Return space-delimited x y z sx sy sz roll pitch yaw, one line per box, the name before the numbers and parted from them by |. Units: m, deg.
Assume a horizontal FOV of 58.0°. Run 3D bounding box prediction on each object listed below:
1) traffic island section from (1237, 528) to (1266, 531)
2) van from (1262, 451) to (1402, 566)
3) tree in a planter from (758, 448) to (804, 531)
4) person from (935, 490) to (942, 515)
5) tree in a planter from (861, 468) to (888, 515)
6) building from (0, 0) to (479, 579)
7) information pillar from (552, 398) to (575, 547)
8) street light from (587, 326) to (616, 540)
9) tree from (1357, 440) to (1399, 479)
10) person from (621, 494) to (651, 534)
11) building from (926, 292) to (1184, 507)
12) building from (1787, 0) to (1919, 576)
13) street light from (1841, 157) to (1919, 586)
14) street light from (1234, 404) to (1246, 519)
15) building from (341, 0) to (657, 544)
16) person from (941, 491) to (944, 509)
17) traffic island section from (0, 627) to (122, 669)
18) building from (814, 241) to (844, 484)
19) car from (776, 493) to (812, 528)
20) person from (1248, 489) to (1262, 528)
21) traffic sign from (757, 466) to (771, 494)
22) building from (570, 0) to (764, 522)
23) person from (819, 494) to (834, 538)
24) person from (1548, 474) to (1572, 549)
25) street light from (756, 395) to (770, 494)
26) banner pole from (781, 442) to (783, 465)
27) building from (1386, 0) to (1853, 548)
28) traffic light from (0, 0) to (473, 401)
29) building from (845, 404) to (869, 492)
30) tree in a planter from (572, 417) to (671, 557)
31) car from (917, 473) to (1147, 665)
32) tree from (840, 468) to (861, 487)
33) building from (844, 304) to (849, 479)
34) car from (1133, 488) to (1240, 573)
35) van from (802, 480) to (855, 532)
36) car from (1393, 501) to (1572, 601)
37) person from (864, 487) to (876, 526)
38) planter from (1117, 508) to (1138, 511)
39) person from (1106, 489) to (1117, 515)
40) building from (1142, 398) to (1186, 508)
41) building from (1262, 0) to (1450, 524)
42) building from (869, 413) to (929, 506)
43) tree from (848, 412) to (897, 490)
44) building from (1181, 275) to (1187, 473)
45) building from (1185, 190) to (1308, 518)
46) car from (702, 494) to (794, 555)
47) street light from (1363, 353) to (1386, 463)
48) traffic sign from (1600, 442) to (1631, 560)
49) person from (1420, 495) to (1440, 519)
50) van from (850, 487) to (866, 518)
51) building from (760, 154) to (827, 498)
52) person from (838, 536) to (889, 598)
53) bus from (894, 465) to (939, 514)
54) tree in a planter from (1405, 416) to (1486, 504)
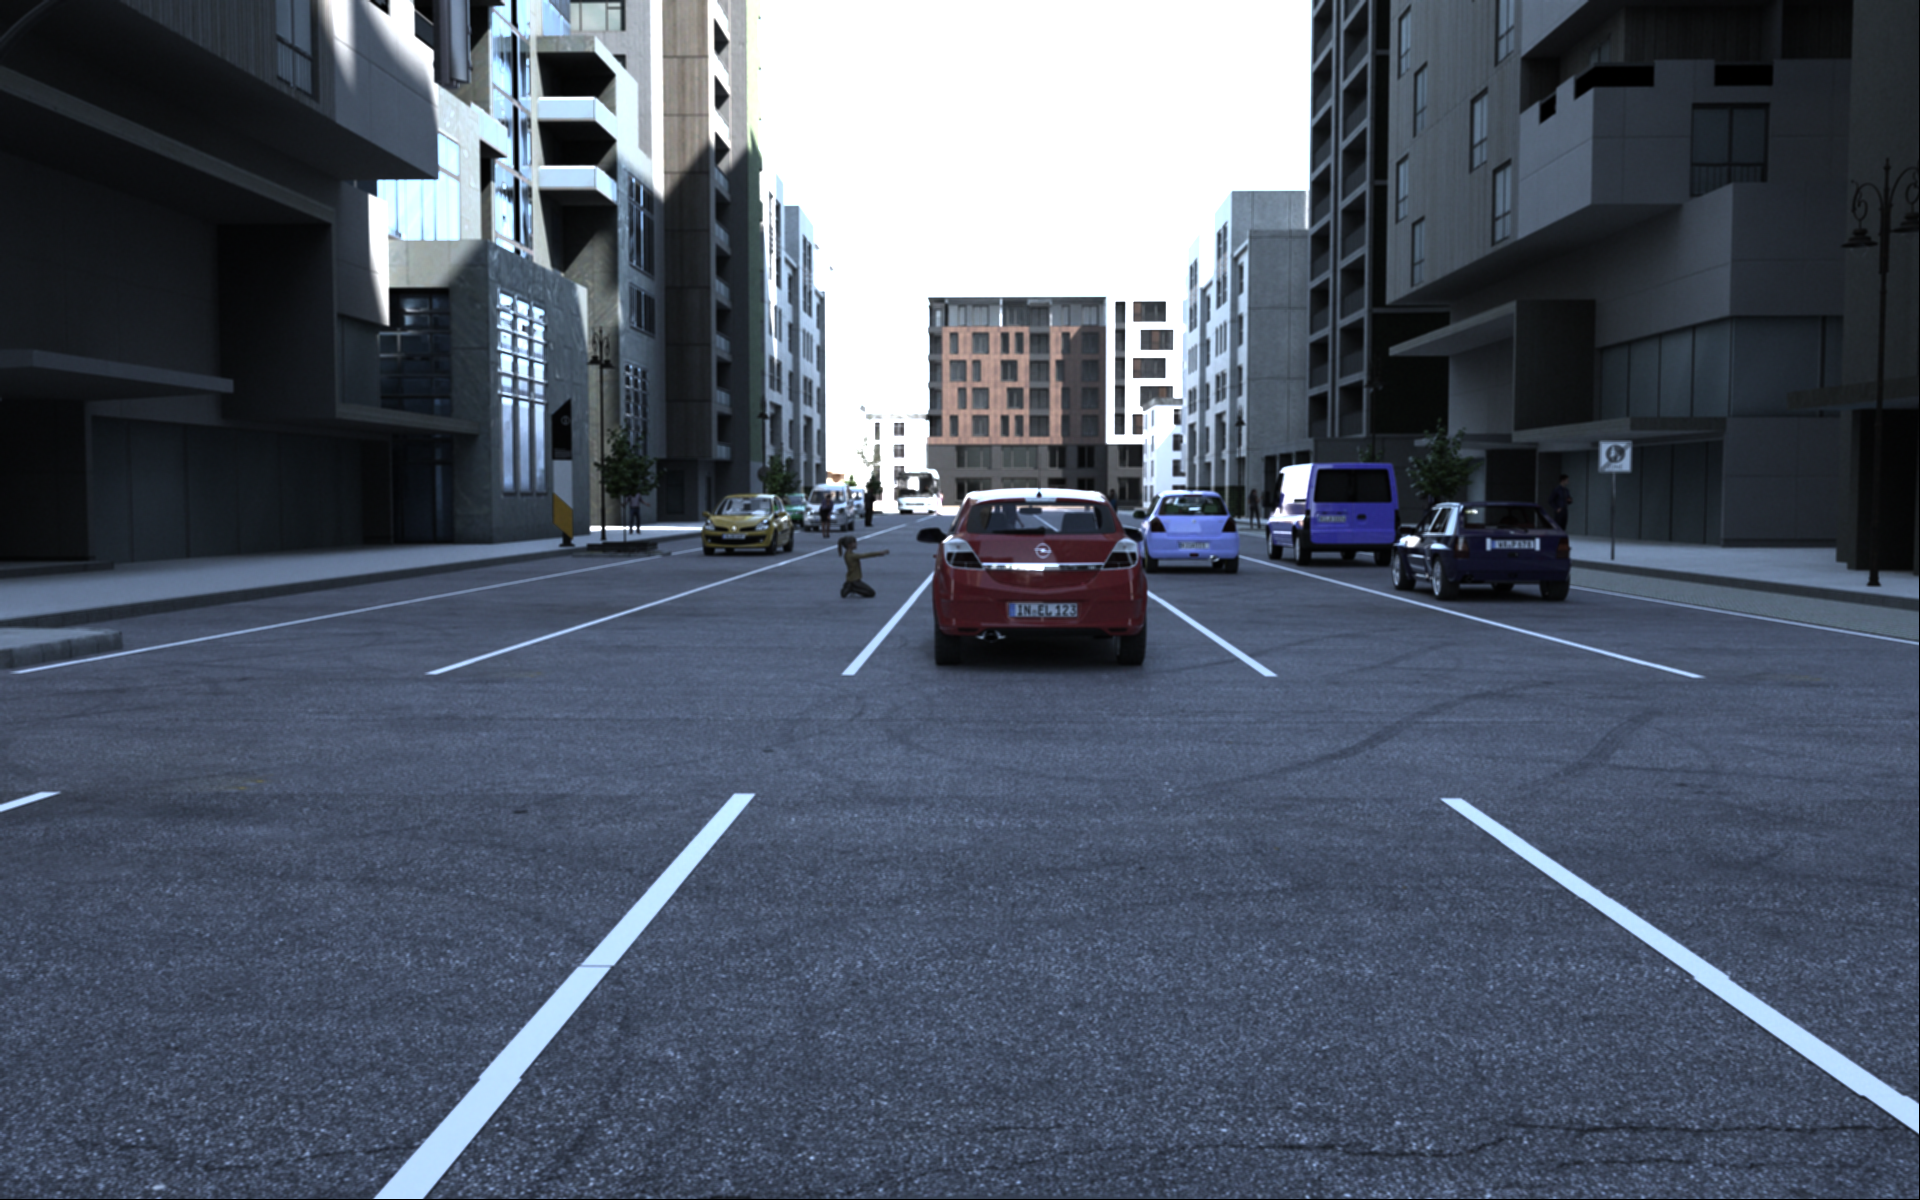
traffic island section | 11.783 -2.726 67.435 1.991 0.108 1.994 0 4 1
van | 7.698 -1.949 36.256 2.240 2.365 5.245 0 4 1
tree in a planter | -7.117 -4.313 67.742 1.991 3.239 1.994 0 4 1
person | -1.432 -6.706 118.808 0.621 1.740 0.551 -2 4 -28
tree in a planter | -5.887 -7.314 116.804 1.991 3.239 1.994 0 4 1
building | -25.887 -26.910 29.212 28.713 52.752 27.495 0 4 1
information pillar | -9.650 -3.102 42.076 0.504 3.616 0.183 -2 4 -35
street light | -9.888 -4.591 47.857 0.468 5.910 1.993 0 4 1
tree | 14.170 -4.016 60.269 1.663 3.219 1.824 0 3 0
person | -10.385 -2.891 55.268 0.963 1.587 0.435 -2 4 -30
building | 13.120 -21.116 189.218 32.646 21.610 27.936 0 4 1
building | 28.363 -22.604 24.208 28.867 44.769 22.147 0 4 1
street light | 12.742 -3.131 23.974 0.468 5.910 1.993 0 4 1
street light | 14.409 -7.123 89.255 0.468 5.910 1.993 0 4 1
building | -22.700 -45.543 57.304 22.319 86.520 31.000 0 4 1
person | -1.761 -8.696 151.360 0.721 1.739 1.217 2 4 35
traffic island section | -8.765 0.437 15.133 2.009 0.180 2.903 0 4 1
building | -17.299 -16.604 127.888 16.016 20.091 11.380 0 4 1
car | -7.170 -3.921 72.901 1.959 1.807 4.718 0 4 1
person | 12.070 -3.713 70.671 0.593 1.643 0.415 0 4 -1
traffic sign | -8.849 -4.809 78.732 0.768 2.556 0.104 1 4 9
building | -17.201 -24.310 81.057 14.154 41.232 14.086 0 4 1
person | -4.335 -2.734 56.430 0.421 1.427 0.697 -1 4 -20
person | 14.056 -2.055 40.352 0.576 1.737 0.504 -3 5 -42
street light | -9.152 -6.606 80.797 0.468 5.910 1.993 0 4 1
banner pole | -8.599 -5.726 83.638 0.401 3.779 0.863 0 4 -3
building | 29.702 -28.385 53.326 28.713 52.752 27.495 0 4 1
traffic light | -6.631 -2.466 14.980 4.771 5.953 1.251 0 4 1
building | -23.107 -13.441 161.906 28.070 9.664 9.099 0 4 1
tree in a planter | -7.806 -2.630 40.227 1.991 3.239 1.994 0 4 1
car | 0.666 -0.426 16.003 2.155 1.783 4.494 0 3 0
tree | -8.108 -8.219 128.986 1.663 3.219 1.824 0 3 0
building | -17.139 -17.373 140.467 16.016 20.091 11.380 0 4 1
car | 4.257 -1.411 32.666 1.945 1.707 3.694 0 4 2
van | -5.044 -3.664 66.926 2.013 2.044 4.112 0 4 2
car | 7.325 -0.737 24.625 1.945 1.354 3.894 0 4 2
person | -3.975 -4.139 76.857 0.565 1.739 0.600 1 4 20
planter | 13.697 -7.489 143.586 1.991 0.319 1.994 0 4 1
person | 5.026 -2.890 57.619 0.662 1.594 0.647 3 5 40
building | 21.478 -12.755 150.698 9.099 9.664 28.070 0 4 1
building | 25.541 -39.060 76.883 20.563 71.187 20.611 0 4 1
building | -17.482 -14.560 180.205 28.070 9.664 9.099 0 4 1
tree | -7.947 -12.339 152.101 4.360 8.622 3.978 0 3 0
building | 24.951 -16.769 130.597 16.016 20.091 11.380 0 4 1
building | 24.329 -14.850 109.250 16.747 18.905 31.486 0 4 1
car | -5.098 -1.931 41.801 2.015 1.641 3.980 0 4 3
street light | 13.517 -5.126 56.590 0.468 5.910 1.993 0 4 1
traffic sign | 12.668 -1.922 33.552 0.606 2.300 0.079 0 4 7
person | 14.911 -2.940 54.935 0.655 1.722 0.431 -1 4 -15
van | -6.443 -5.903 103.524 2.013 2.044 4.112 0 4 2
building | -18.168 -14.674 106.385 16.747 18.905 31.486 0 4 1
person | -1.349 -0.467 24.061 0.695 0.859 0.347 -1 4 -14
bus | -3.014 -8.034 126.215 2.948 3.499 13.247 0 4 1
tree in a planter | 11.109 -2.615 39.980 1.991 3.239 1.994 0 4 1
